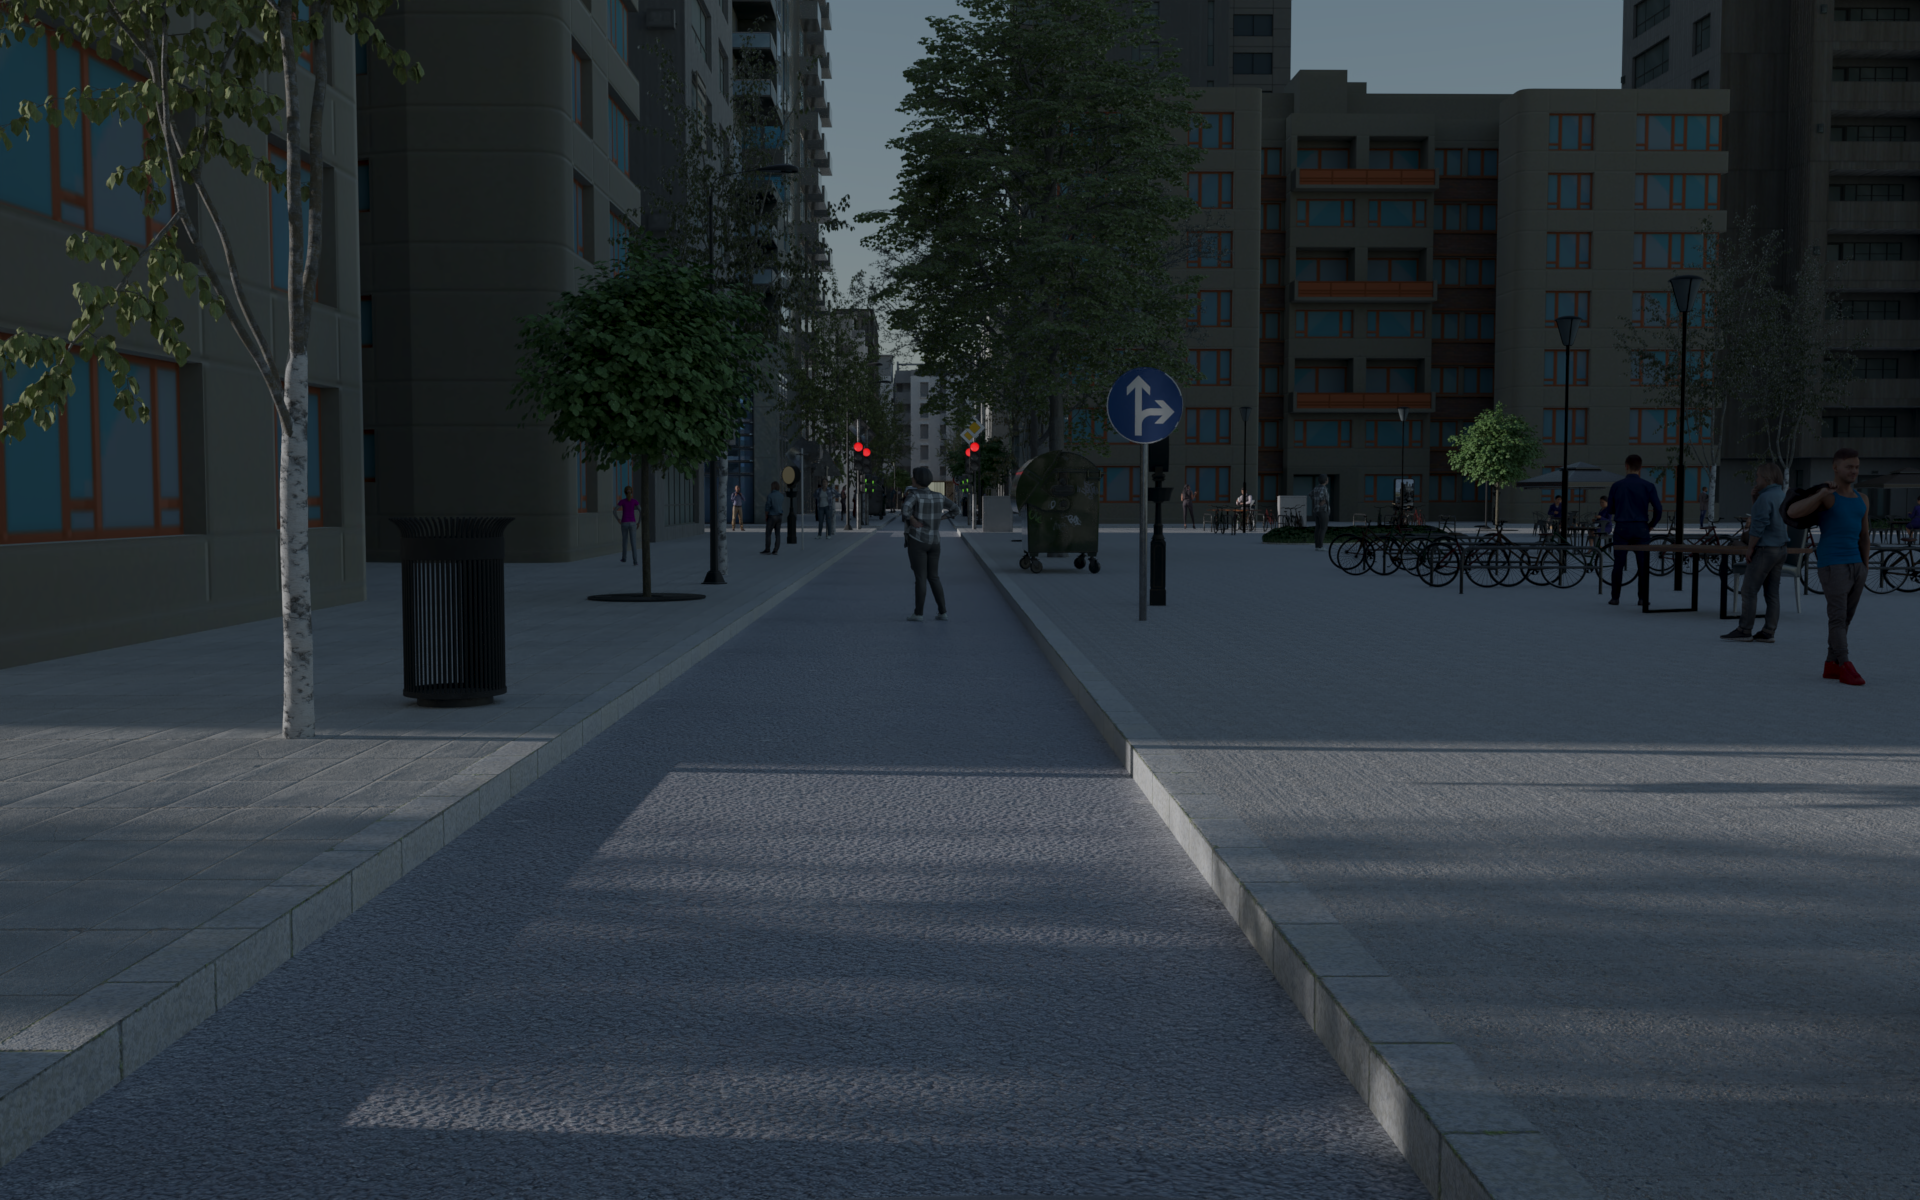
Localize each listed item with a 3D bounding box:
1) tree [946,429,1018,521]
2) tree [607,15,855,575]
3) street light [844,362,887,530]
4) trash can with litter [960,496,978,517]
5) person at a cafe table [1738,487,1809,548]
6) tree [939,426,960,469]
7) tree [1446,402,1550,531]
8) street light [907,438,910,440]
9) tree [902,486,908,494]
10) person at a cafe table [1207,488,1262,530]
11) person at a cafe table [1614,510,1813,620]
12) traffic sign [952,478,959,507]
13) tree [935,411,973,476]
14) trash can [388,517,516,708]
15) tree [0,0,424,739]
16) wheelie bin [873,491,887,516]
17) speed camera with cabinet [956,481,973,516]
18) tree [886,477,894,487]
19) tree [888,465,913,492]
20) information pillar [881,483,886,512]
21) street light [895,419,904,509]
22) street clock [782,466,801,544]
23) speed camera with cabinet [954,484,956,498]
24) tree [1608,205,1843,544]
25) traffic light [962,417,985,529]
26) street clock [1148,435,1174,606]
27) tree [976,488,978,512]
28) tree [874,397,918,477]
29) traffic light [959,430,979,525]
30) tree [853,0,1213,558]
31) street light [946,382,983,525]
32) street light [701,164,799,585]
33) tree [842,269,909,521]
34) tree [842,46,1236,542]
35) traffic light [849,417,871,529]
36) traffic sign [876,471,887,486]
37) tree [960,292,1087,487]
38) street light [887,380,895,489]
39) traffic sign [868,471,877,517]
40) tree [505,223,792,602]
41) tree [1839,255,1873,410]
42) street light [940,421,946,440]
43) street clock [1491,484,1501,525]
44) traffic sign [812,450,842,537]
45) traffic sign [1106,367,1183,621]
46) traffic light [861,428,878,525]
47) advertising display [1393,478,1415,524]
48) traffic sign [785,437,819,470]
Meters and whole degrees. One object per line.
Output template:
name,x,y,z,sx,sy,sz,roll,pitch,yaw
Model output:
tree,1.179,-6.533,90.536,4.285,4.588,4.351,0,3,0
tree,-3.761,-4.719,27.511,4.360,8.622,3.978,0,3,0
street light,-3.422,-5.425,61.236,1.470,5.913,1.316,0,4,-1
trash can with litter,0.570,-5.349,98.851,1.055,1.170,0.624,-1,4,-20
person at a cafe table,19.499,-2.003,41.270,1.698,1.524,1.622,1,4,16
tree,-0.342,-14.114,181.133,4.360,8.622,3.978,0,3,0
tree,18.864,-4.695,60.480,4.285,4.588,4.351,0,3,0
street light,-4.899,-10.533,144.760,1.470,5.913,1.316,0,4,-1
tree,-6.705,-12.567,200.070,1.663,3.219,1.824,0,3,0
person at a cafe table,10.082,-3.308,62.600,1.698,1.524,1.622,3,5,42
person at a cafe table,8.256,-0.464,18.453,1.726,1.238,1.698,-2,4,-24
traffic sign,-0.073,-6.405,104.822,0.768,2.556,0.104,0,4,0
tree,0.053,-12.224,150.227,4.737,8.622,4.395,0,3,0
trash can,-3.091,0.066,10.579,0.748,1.137,0.748,0,3,0
tree,-3.724,-3.582,8.933,4.737,8.622,4.395,0,3,0
wheelie bin,-4.722,-5.704,101.173,0.693,1.594,0.980,-3,5,-41
speed camera with cabinet,0.359,-6.484,100.345,0.660,3.252,2.038,0,4,-5
tree,-6.911,-10.312,163.208,1.663,3.219,1.824,0,3,0
tree,-7.206,-14.272,217.068,4.285,4.588,4.351,0,3,0
information pillar,-4.737,-6.194,105.756,0.304,2.012,0.304,-2,4,-26
street light,-4.306,-8.265,107.672,1.470,5.913,1.316,0,4,-1
street clock,-4.341,-2.450,44.635,0.471,2.002,0.358,3,4,39
speed camera with cabinet,0.034,-7.131,110.928,0.660,3.252,2.038,0,4,-5
tree,19.271,-5.765,44.622,4.360,8.622,3.978,0,3,0
traffic light,0.506,-4.528,62.946,0.839,4.253,0.868,0,4,-1
street clock,2.280,-0.938,19.911,0.358,2.002,0.471,0,4,5
tree,0.987,-7.847,122.904,1.663,3.219,1.824,0,3,0
tree,-5.440,-10.883,128.300,4.360,8.622,3.978,0,3,0
traffic light,0.366,-5.016,70.930,0.839,4.253,0.868,0,4,-1
tree,1.592,-7.127,34.646,7.486,12.596,7.792,0,3,0
street light,0.256,-6.070,71.779,1.470,5.913,1.316,0,4,-1
street light,-2.963,-3.179,24.513,1.470,5.913,1.316,0,4,-1
tree,-4.196,-6.358,54.317,4.737,8.622,4.395,0,3,0
tree,2.105,-8.311,46.255,12.009,13.543,11.850,0,3,0
traffic light,-3.655,-4.522,62.858,0.839,4.253,0.868,0,4,-1
traffic sign,-4.494,-5.969,97.706,0.768,2.556,0.104,0,4,4
tree,2.229,-6.465,56.070,4.360,8.622,3.978,0,3,0
street light,-3.521,-6.009,70.782,1.470,5.913,1.316,0,4,-1
traffic sign,-4.892,-5.799,94.914,0.768,2.556,0.104,0,4,2
tree,-3.756,-2.288,21.128,4.285,4.588,4.351,0,3,0
tree,24.389,-6.149,50.894,4.360,8.622,3.978,0,3,0
street light,-0.359,-8.324,108.636,1.470,5.913,1.316,0,4,-1
street clock,22.125,-4.089,71.431,0.471,2.002,0.358,-1,4,-17
traffic sign,-3.946,-3.136,51.281,0.884,2.594,0.081,0,4,0
traffic sign,1.854,-1.062,17.477,0.768,2.556,0.104,0,3,0
traffic light,-3.794,-5.010,70.842,0.839,4.253,0.868,0,4,-1
advertising display,18.164,-4.017,70.895,0.974,1.923,0.123,-2,4,-24
traffic sign,-3.626,-2.442,39.653,0.795,2.593,0.064,0,4,2
